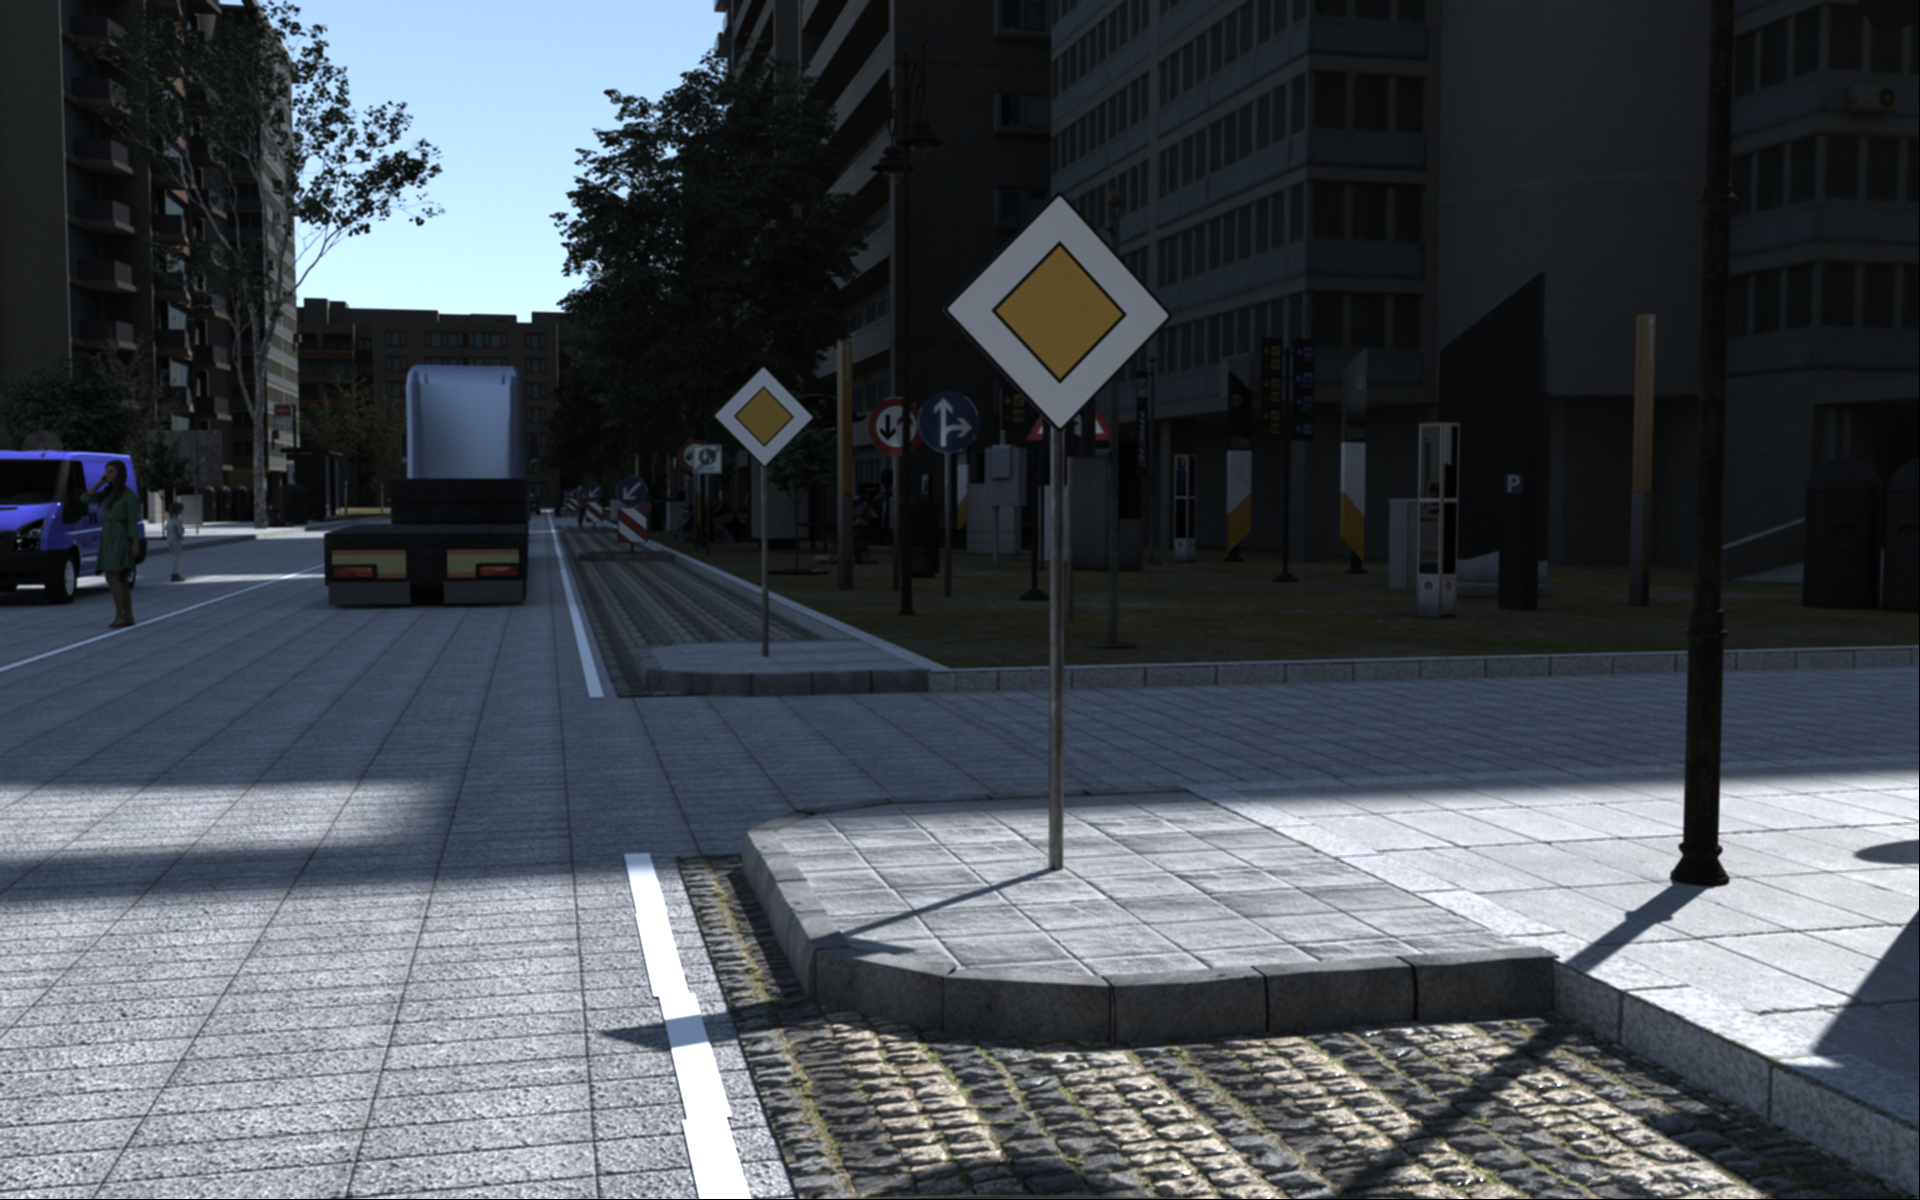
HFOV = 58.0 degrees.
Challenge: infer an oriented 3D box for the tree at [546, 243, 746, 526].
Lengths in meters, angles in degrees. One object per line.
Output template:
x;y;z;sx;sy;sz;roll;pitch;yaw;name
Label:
-12.286;-8.841;70.305;9.928;11.665;9.643;0;3;0;tree

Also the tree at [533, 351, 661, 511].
-27.610;-13.137;131.793;9.611;12.733;9.660;0;3;0;tree

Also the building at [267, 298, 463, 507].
-66.836;-20.742;184.177;28.899;21.520;27.650;-1;4;-13;building

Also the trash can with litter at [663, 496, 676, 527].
-11.688;-3.459;67.616;1.678;1.210;2.233;3;5;45;trash can with litter

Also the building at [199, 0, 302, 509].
-62.608;-26.728;128.885;23.993;40.220;32.217;-1;4;-13;building

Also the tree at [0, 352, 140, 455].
-20.737;-3.443;40.001;4.285;4.588;4.351;0;3;0;tree

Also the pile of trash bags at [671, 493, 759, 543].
-6.228;-2.259;46.681;1.912;1.369;3.447;1;4;22;pile of trash bags

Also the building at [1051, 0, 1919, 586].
16.048;-21.276;39.742;23.993;40.220;32.217;-1;4;-13;building

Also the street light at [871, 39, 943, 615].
-0.566;-2.779;18.225;0.468;5.910;1.993;-1;4;-13;street light

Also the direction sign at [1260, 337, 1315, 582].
4.761;-2.034;25.250;0.876;3.537;0.379;-1;4;-20;direction sign

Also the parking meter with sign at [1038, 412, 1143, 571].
2.185;-2.001;28.978;1.738;3.016;0.543;1;4;15;parking meter with sign

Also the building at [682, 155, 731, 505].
-17.046;-23.134;149.944;14.160;30.474;14.107;-1;4;-13;building

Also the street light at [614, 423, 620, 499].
-17.146;-6.972;86.780;0.468;5.910;1.993;-1;4;-13;street light

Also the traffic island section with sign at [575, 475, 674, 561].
-7.269;-1.774;37.637;1.989;1.847;2.006;-1;4;-13;traffic island section with sign

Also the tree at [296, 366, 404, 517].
-35.351;-9.084;98.890;4.737;8.622;4.395;0;3;0;tree

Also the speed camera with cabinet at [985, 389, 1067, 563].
1.521;-2.337;32.548;2.038;3.252;0.660;1;4;19;speed camera with cabinet

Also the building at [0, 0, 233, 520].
-52.969;-26.858;93.759;22.147;44.769;28.867;-1;4;-13;building

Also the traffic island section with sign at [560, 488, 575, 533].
-13.773;-3.423;64.599;1.989;1.847;2.006;-1;4;-13;traffic island section with sign

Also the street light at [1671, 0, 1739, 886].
2.459;-2.006;5.578;0.468;5.910;1.993;-1;4;-13;street light

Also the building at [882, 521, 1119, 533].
5.841;-27.096;66.721;21.300;48.544;21.600;-1;4;-13;building

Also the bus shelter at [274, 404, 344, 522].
-30.134;-6.269;80.125;2.179;5.291;8.768;-1;4;-14;bus shelter

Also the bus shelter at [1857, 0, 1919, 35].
4.489;-0.564;3.153;2.014;3.302;5.546;-1;4;-13;bus shelter

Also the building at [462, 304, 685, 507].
-38.528;-21.101;190.044;28.899;21.520;27.650;-1;4;-13;building

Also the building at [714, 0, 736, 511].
-6.299;-31.160;129.080;23.786;49.044;30.456;-1;4;-13;building

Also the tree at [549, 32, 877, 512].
-7.199;-8.722;49.262;9.857;13.997;8.962;0;3;0;tree

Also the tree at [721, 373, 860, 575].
-2.628;-2.022;27.665;1.663;3.219;1.824;0;3;0;tree

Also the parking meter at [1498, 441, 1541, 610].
6.217;-0.830;19.287;0.255;1.863;0.399;-3;4;-38;parking meter

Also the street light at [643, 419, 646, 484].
-11.680;-5.582;64.058;0.468;5.910;1.993;-1;4;-13;street light

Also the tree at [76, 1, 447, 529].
-25.124;-12.787;64.957;12.611;20.169;13.585;0;3;0;tree

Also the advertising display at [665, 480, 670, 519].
-13.399;-4.536;79.381;0.123;1.923;0.974;0;4;-1;advertising display

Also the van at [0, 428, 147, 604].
-12.917;-1.204;24.063;2.240;2.365;5.245;-1;4;-13;van

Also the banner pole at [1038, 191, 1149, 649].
1.059;-1.488;14.351;0.863;3.779;0.401;-1;4;-16;banner pole

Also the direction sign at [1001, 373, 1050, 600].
0.905;-1.771;20.957;0.876;3.537;0.379;2;4;25;direction sign

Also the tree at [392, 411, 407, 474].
-46.382;-12.052;147.406;4.360;8.622;3.978;0;3;0;tree

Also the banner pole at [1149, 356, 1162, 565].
3.357;-2.523;31.261;0.401;3.779;0.863;2;4;33;banner pole

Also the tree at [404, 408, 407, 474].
-38.903;-10.178;116.780;4.737;8.622;4.395;0;3;0;tree

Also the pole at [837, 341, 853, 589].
-1.546;-1.800;23.280;0.158;3.312;0.155;0;3;0;pole

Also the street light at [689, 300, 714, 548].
-6.147;-4.190;41.289;0.468;5.910;1.993;-1;4;-13;street light

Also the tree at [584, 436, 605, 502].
-31.939;-12.229;150.301;4.360;8.622;3.978;0;3;0;tree

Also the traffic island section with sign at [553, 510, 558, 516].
-25.321;-6.363;112.659;1.989;1.847;2.006;-1;4;-13;traffic island section with sign

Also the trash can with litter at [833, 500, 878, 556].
-2.077;-1.376;33.887;0.624;1.170;1.055;1;4;20;trash can with litter

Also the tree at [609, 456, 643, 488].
-15.176;-5.157;78.924;1.663;3.219;1.824;0;3;0;tree

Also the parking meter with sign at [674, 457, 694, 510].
-12.560;-5.223;81.660;1.738;3.016;0.543;-1;4;-22;parking meter with sign

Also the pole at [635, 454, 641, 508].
-11.612;-4.203;62.566;0.158;3.312;0.155;0;3;0;pole

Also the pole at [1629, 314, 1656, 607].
7.782;-1.584;19.749;0.158;3.312;0.155;0;3;0;pole

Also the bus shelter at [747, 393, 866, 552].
-3.515;-2.663;37.469;2.014;3.302;5.546;-1;4;-14;bus shelter

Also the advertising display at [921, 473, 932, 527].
-1.018;-2.925;53.044;0.123;1.923;0.974;-1;4;-14;advertising display

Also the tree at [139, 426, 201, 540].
-22.558;-3.315;48.805;1.663;3.219;1.824;0;3;0;tree

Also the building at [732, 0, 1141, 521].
-1.761;-29.343;103.466;21.300;48.544;21.600;-1;4;-13;building

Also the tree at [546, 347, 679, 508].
-19.726;-10.233;101.723;7.601;10.594;8.767;2;4;29;tree
